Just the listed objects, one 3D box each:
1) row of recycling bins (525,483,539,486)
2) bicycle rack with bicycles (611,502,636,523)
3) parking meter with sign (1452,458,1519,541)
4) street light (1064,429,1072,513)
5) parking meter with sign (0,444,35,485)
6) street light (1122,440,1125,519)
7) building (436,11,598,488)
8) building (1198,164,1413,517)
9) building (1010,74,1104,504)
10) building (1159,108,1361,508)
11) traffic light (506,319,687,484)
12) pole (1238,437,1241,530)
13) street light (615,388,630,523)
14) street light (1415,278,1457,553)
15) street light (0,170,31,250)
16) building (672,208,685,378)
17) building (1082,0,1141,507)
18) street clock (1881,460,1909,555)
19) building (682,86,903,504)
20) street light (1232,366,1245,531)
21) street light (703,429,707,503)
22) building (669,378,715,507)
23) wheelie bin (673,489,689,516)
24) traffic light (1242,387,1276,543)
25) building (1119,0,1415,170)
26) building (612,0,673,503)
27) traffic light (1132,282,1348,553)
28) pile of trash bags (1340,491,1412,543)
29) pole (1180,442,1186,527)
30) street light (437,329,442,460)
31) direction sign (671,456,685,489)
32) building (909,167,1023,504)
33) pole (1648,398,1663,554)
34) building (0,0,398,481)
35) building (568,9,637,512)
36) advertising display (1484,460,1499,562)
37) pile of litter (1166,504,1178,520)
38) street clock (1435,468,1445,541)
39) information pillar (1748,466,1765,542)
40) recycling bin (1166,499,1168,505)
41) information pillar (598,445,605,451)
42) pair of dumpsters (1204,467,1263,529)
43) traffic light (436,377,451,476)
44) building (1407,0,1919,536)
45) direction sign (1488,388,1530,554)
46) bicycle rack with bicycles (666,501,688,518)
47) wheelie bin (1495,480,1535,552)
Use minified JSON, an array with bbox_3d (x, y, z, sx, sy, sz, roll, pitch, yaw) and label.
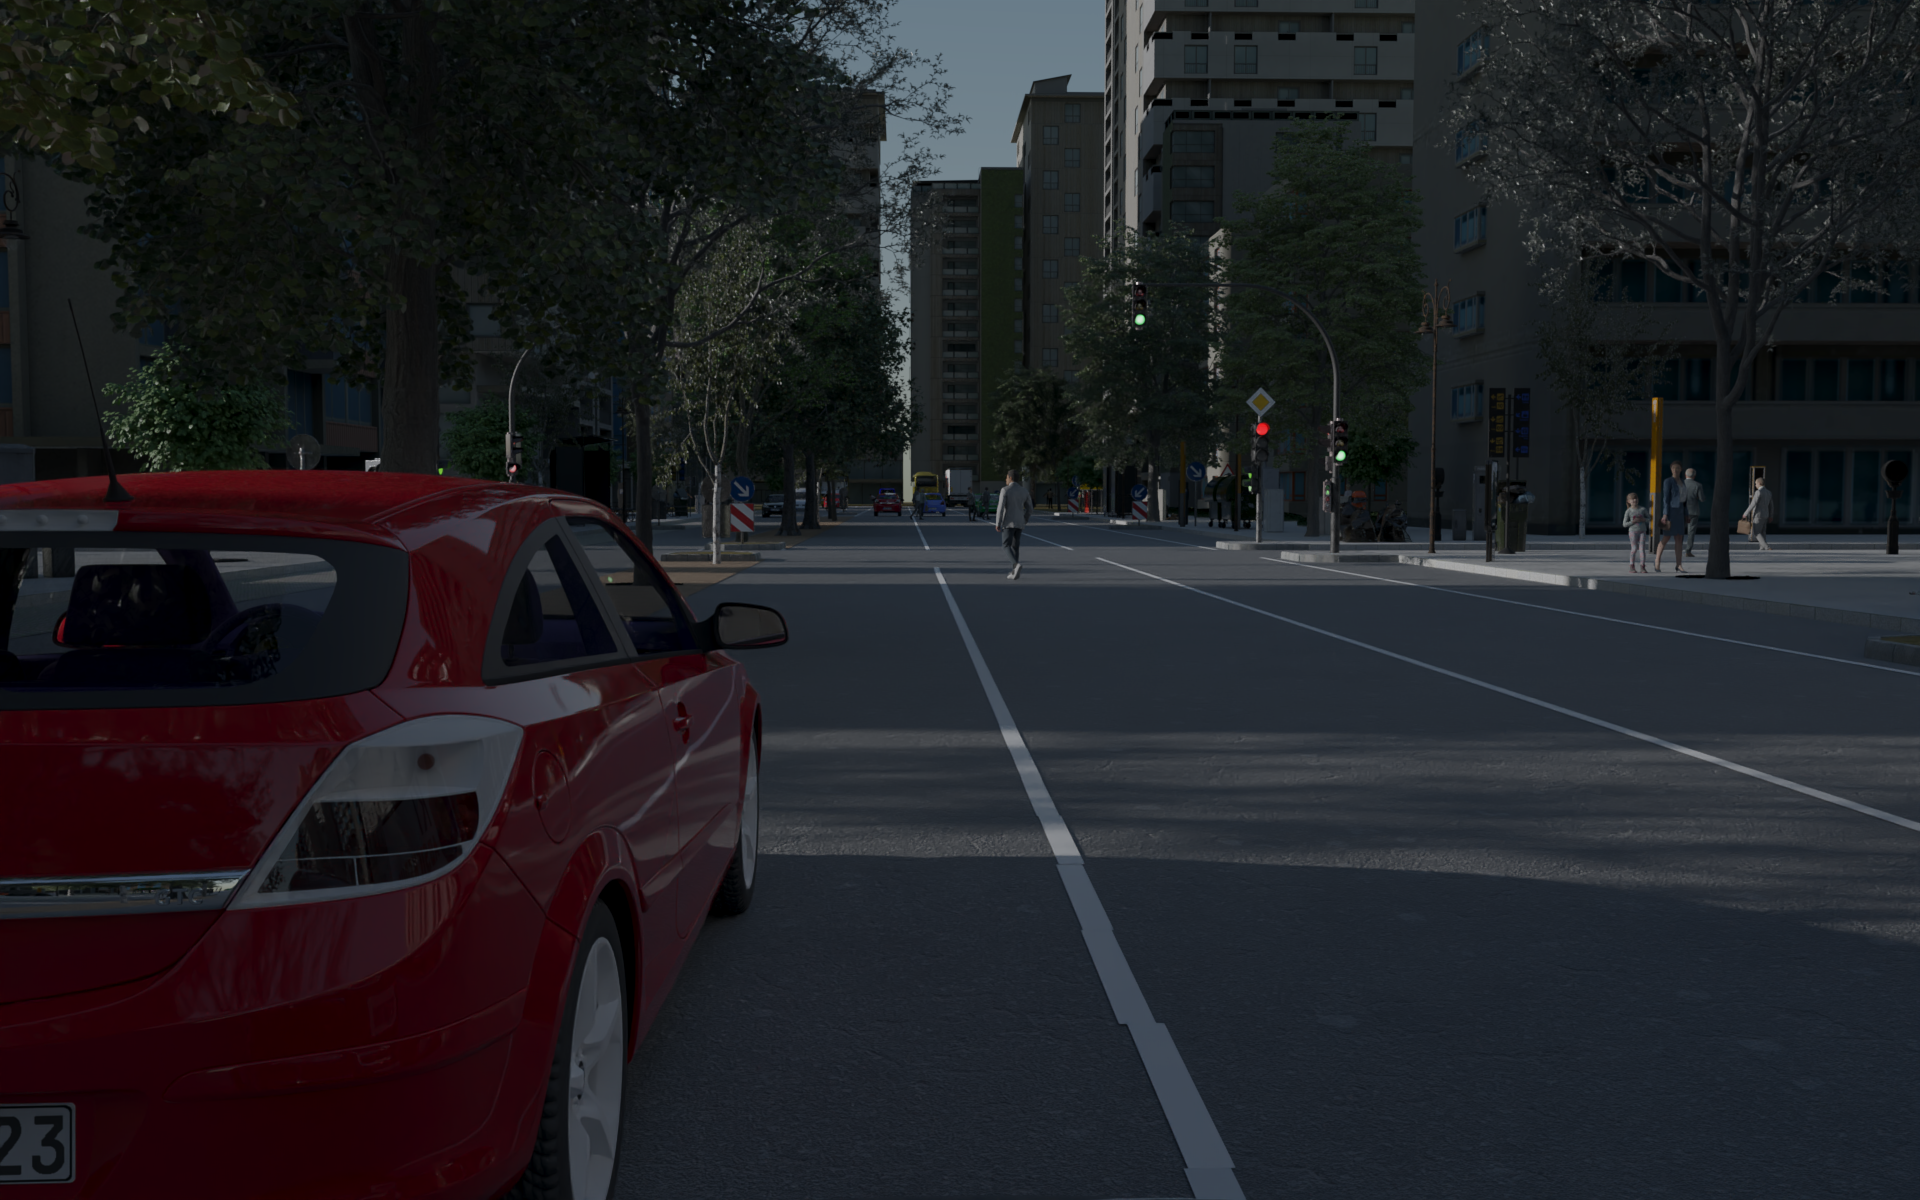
[{"bbox_3d":[-16.100,-3.529,64.816,1.069,1.692,3.534,-1,4,-15],"label":"row of recycling bins"},{"bbox_3d":[-15.732,-3.977,78.408,2.925,0.926,2.852,-1,4,-20],"label":"bicycle rack with bicycles"},{"bbox_3d":[14.452,-3.140,47.594,1.738,3.016,0.543,1,4,9],"label":"parking meter with sign"},{"bbox_3d":[7.504,-9.018,120.236,0.468,5.910,1.993,0,4,-2],"label":"street light"},{"bbox_3d":[-14.338,-1.825,26.092,0.543,3.016,1.738,3,4,38],"label":"parking meter with sign"},{"bbox_3d":[8.492,-7.161,89.864,0.468,5.910,1.993,0,4,-2],"label":"street light"},{"bbox_3d":[-36.652,-31.292,100.860,28.713,52.752,27.495,0,4,-2],"label":"building"},{"bbox_3d":[31.011,-16.039,107.279,27.650,21.520,28.899,0,4,-2],"label":"building"},{"bbox_3d":[21.179,-38.987,226.676,27.495,52.752,28.713,0,4,-2],"label":"building"},{"bbox_3d":[22.252,-22.147,133.806,14.160,30.474,14.107,0,4,-2],"label":"building"},{"bbox_3d":[-9.493,-4.304,45.036,4.771,5.953,1.251,0,4,-2],"label":"traffic light"},{"bbox_3d":[10.050,-4.196,62.452,0.158,3.312,0.155,0,3,0],"label":"pole"},{"bbox_3d":[-14.739,-6.301,75.804,0.468,5.910,1.993,0,4,-2],"label":"street light"},{"bbox_3d":[10.212,-3.946,37.297,0.468,5.910,1.993,0,4,-2],"label":"street light"},{"bbox_3d":[-13.002,-3.083,23.196,0.468,5.910,1.993,0,4,-2],"label":"street light"},{"bbox_3d":[-45.681,-36.550,221.286,21.600,48.544,21.300,0,4,-2],"label":"building"},{"bbox_3d":[23.950,-45.223,177.641,20.563,71.187,20.611,0,4,-2],"label":"building"},{"bbox_3d":[19.826,-1.969,36.771,0.471,2.002,0.358,1,4,9],"label":"street clock"},{"bbox_3d":[-21.146,-38.863,224.646,27.495,52.752,28.713,0,4,-2],"label":"building"},{"bbox_3d":[9.502,-5.298,59.418,0.468,5.910,1.993,0,4,-2],"label":"street light"},{"bbox_3d":[-15.630,-8.162,106.236,0.468,5.910,1.993,0,4,-2],"label":"street light"},{"bbox_3d":[-41.670,-52.670,173.832,31.000,86.520,22.319,0,4,-2],"label":"building"},{"bbox_3d":[-16.146,-5.629,99.937,0.693,1.594,0.980,3,5,41],"label":"wheelie bin"},{"bbox_3d":[7.869,-3.466,45.590,0.839,4.253,0.868,0,4,-2],"label":"traffic light"},{"bbox_3d":[28.986,-34.549,154.122,28.713,52.752,27.495,0,4,-2],"label":"building"},{"bbox_3d":[-32.502,-30.416,147.414,14.600,45.320,14.200,0,4,-2],"label":"building"},{"bbox_3d":[6.046,-3.837,37.399,4.771,5.953,1.251,0,4,-2],"label":"traffic light"},{"bbox_3d":[11.112,-2.296,47.294,1.912,1.369,3.447,0,4,2],"label":"pile of trash bags"},{"bbox_3d":[8.685,-4.503,67.475,0.158,3.312,0.155,0,3,0],"label":"pole"},{"bbox_3d":[-13.605,-4.423,45.109,0.468,5.910,1.993,0,4,-2],"label":"street light"},{"bbox_3d":[-16.841,-6.811,103.353,0.876,3.537,0.379,1,4,15],"label":"direction sign"},{"bbox_3d":[0.644,-32.746,218.996,14.086,41.232,14.154,0,4,-2],"label":"building"},{"bbox_3d":[14.775,-2.625,36.769,0.158,3.312,0.155,0,3,0],"label":"pole"},{"bbox_3d":[-33.161,-25.105,65.086,22.147,44.769,28.867,0,4,-2],"label":"building"},{"bbox_3d":[-35.031,-42.257,129.158,20.563,71.187,20.611,0,4,-2],"label":"building"},{"bbox_3d":[10.098,-1.695,32.923,0.123,1.923,0.974,2,4,24],"label":"advertising display"},{"bbox_3d":[10.334,-4.380,85.581,1.719,0.858,1.176,-2,4,-31],"label":"pile of litter"},{"bbox_3d":[13.046,-2.614,47.304,0.358,2.002,0.471,0,4,-1],"label":"street clock"},{"bbox_3d":[21.191,-2.543,46.066,0.304,2.012,0.304,1,4,9],"label":"information pillar"},{"bbox_3d":[10.546,-4.810,91.192,0.722,1.027,0.722,1,4,18],"label":"recycling bin"},{"bbox_3d":[-16.851,-5.534,81.829,0.504,3.616,0.183,0,4,6],"label":"information pillar"},{"bbox_3d":[10.314,-3.822,64.979,1.574,2.255,4.437,0,4,-2],"label":"pair of dumpsters"},{"bbox_3d":[-11.317,-2.938,36.951,0.839,4.253,0.868,0,4,-2],"label":"traffic light"},{"bbox_3d":[28.281,-26.863,62.906,21.600,48.544,21.300,0,4,-2],"label":"building"},{"bbox_3d":[11.719,-2.754,37.022,0.876,3.537,0.379,0,4,-1],"label":"direction sign"},{"bbox_3d":[-16.307,-4.972,94.675,2.925,0.926,2.852,-2,4,-35],"label":"bicycle rack with bicycles"},{"bbox_3d":[12.284,-1.871,38.495,0.980,1.594,0.693,0,4,5],"label":"wheelie bin"}]
